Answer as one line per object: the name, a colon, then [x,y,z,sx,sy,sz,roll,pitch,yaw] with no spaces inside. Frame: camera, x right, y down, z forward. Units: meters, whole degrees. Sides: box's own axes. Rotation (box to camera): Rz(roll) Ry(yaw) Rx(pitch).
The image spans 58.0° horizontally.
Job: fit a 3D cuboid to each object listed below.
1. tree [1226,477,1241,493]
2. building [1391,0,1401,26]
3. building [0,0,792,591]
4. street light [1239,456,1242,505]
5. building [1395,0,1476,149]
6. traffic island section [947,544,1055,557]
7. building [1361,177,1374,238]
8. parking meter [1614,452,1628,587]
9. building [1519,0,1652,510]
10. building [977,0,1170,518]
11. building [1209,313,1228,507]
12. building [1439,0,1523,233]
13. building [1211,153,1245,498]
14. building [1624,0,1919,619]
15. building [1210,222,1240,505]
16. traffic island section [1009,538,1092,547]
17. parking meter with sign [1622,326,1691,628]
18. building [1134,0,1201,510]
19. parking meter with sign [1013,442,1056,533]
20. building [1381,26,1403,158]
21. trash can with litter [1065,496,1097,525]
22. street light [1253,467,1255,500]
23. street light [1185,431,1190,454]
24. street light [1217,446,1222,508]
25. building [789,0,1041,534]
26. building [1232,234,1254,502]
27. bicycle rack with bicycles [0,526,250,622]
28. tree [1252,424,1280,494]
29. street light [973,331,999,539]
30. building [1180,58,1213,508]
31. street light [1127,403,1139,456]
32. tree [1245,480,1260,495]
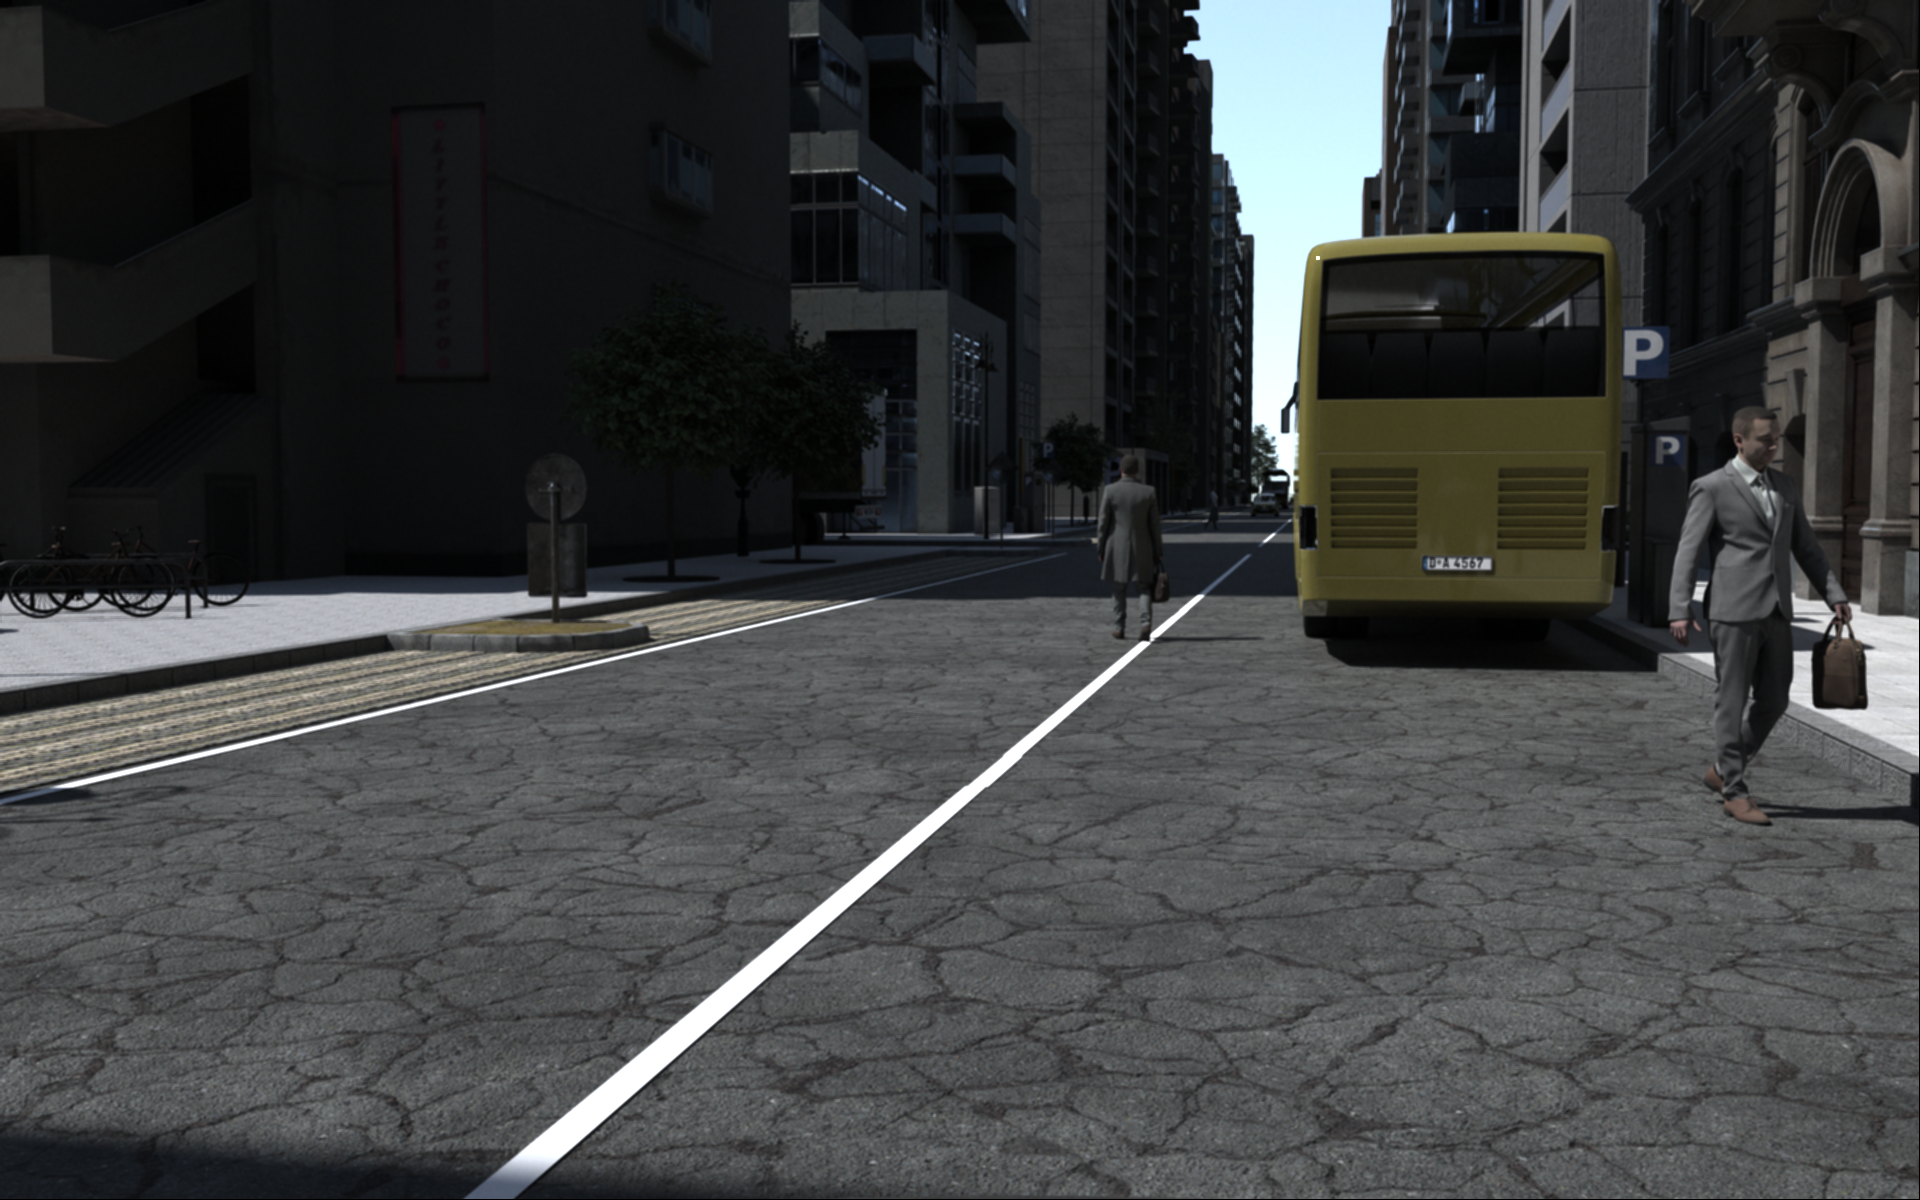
tree: [31.192,-12.490,198.809,1.663,3.219,1.824,0,3,0]
building: [52.831,-45.286,178.672,20.563,71.187,20.611,1,4,12]
building: [-16.450,-24.949,31.614,21.600,48.544,21.300,1,4,12]
street light: [33.315,-14.248,205.737,0.468,5.910,1.993,1,4,12]
building: [46.710,-31.800,139.541,23.786,49.044,30.456,1,4,12]
traffic island section: [0.958,-1.126,40.695,2.009,0.180,2.903,1,4,12]
building: [61.899,-35.886,236.845,14.600,45.320,14.200,1,4,12]
parking meter: [9.014,-1.120,24.022,0.399,1.863,0.255,3,4,36]
building: [32.462,-31.125,50.893,28.212,58.520,21.231,1,4,12]
building: [1.981,-40.633,102.604,20.563,71.187,20.611,1,4,12]
building: [13.538,-20.659,182.806,27.650,21.520,28.899,1,4,12]
building: [34.472,-47.530,89.791,22.319,86.520,31.000,1,4,12]
building: [28.245,-38.286,245.581,23.786,49.044,30.456,1,4,12]
building: [15.671,-12.160,17.906,14.460,24.649,34.723,1,4,12]
building: [19.210,-32.294,219.892,32.217,40.220,23.993,1,4,12]
traffic island section: [2.587,-1.604,48.512,2.009,0.180,2.903,1,4,12]
parking meter with sign: [6.959,-1.287,17.307,0.543,3.016,1.738,1,4,10]
building: [7.563,-29.646,139.342,22.147,44.769,28.867,1,4,12]
parking meter with sign: [2.444,-3.732,57.277,0.543,3.016,1.738,3,5,40]
building: [46.769,-31.353,162.726,14.600,45.320,14.200,1,4,12]
trash can with litter: [5.081,-3.704,71.610,1.678,1.210,2.233,1,4,9]
street light: [41.372,-16.576,243.802,0.468,5.910,1.993,1,4,12]
street light: [16.311,-9.255,124.107,0.468,5.910,1.993,1,4,12]
street light: [24.226,-11.585,162.201,0.468,5.910,1.993,1,4,12]
building: [-8.157,-46.306,69.776,22.319,86.520,31.000,1,4,12]
building: [37.736,-35.655,266.554,14.154,41.232,14.086,1,4,12]
bicycle rack with bicycles: [-9.276,-0.314,18.516,2.925,0.926,2.852,-1,4,-17]
tree: [47.867,-22.056,278.744,7.486,12.596,7.792,0,3,0]
street light: [0.754,-4.674,49.215,0.468,5.910,1.993,1,4,12]
building: [15.658,-29.117,159.665,14.154,41.232,14.086,1,4,12]
street light: [8.780,-7.045,87.978,0.468,5.910,1.993,1,4,12]
tree: [39.790,-14.853,237.450,1.663,3.219,1.824,0,3,0]
